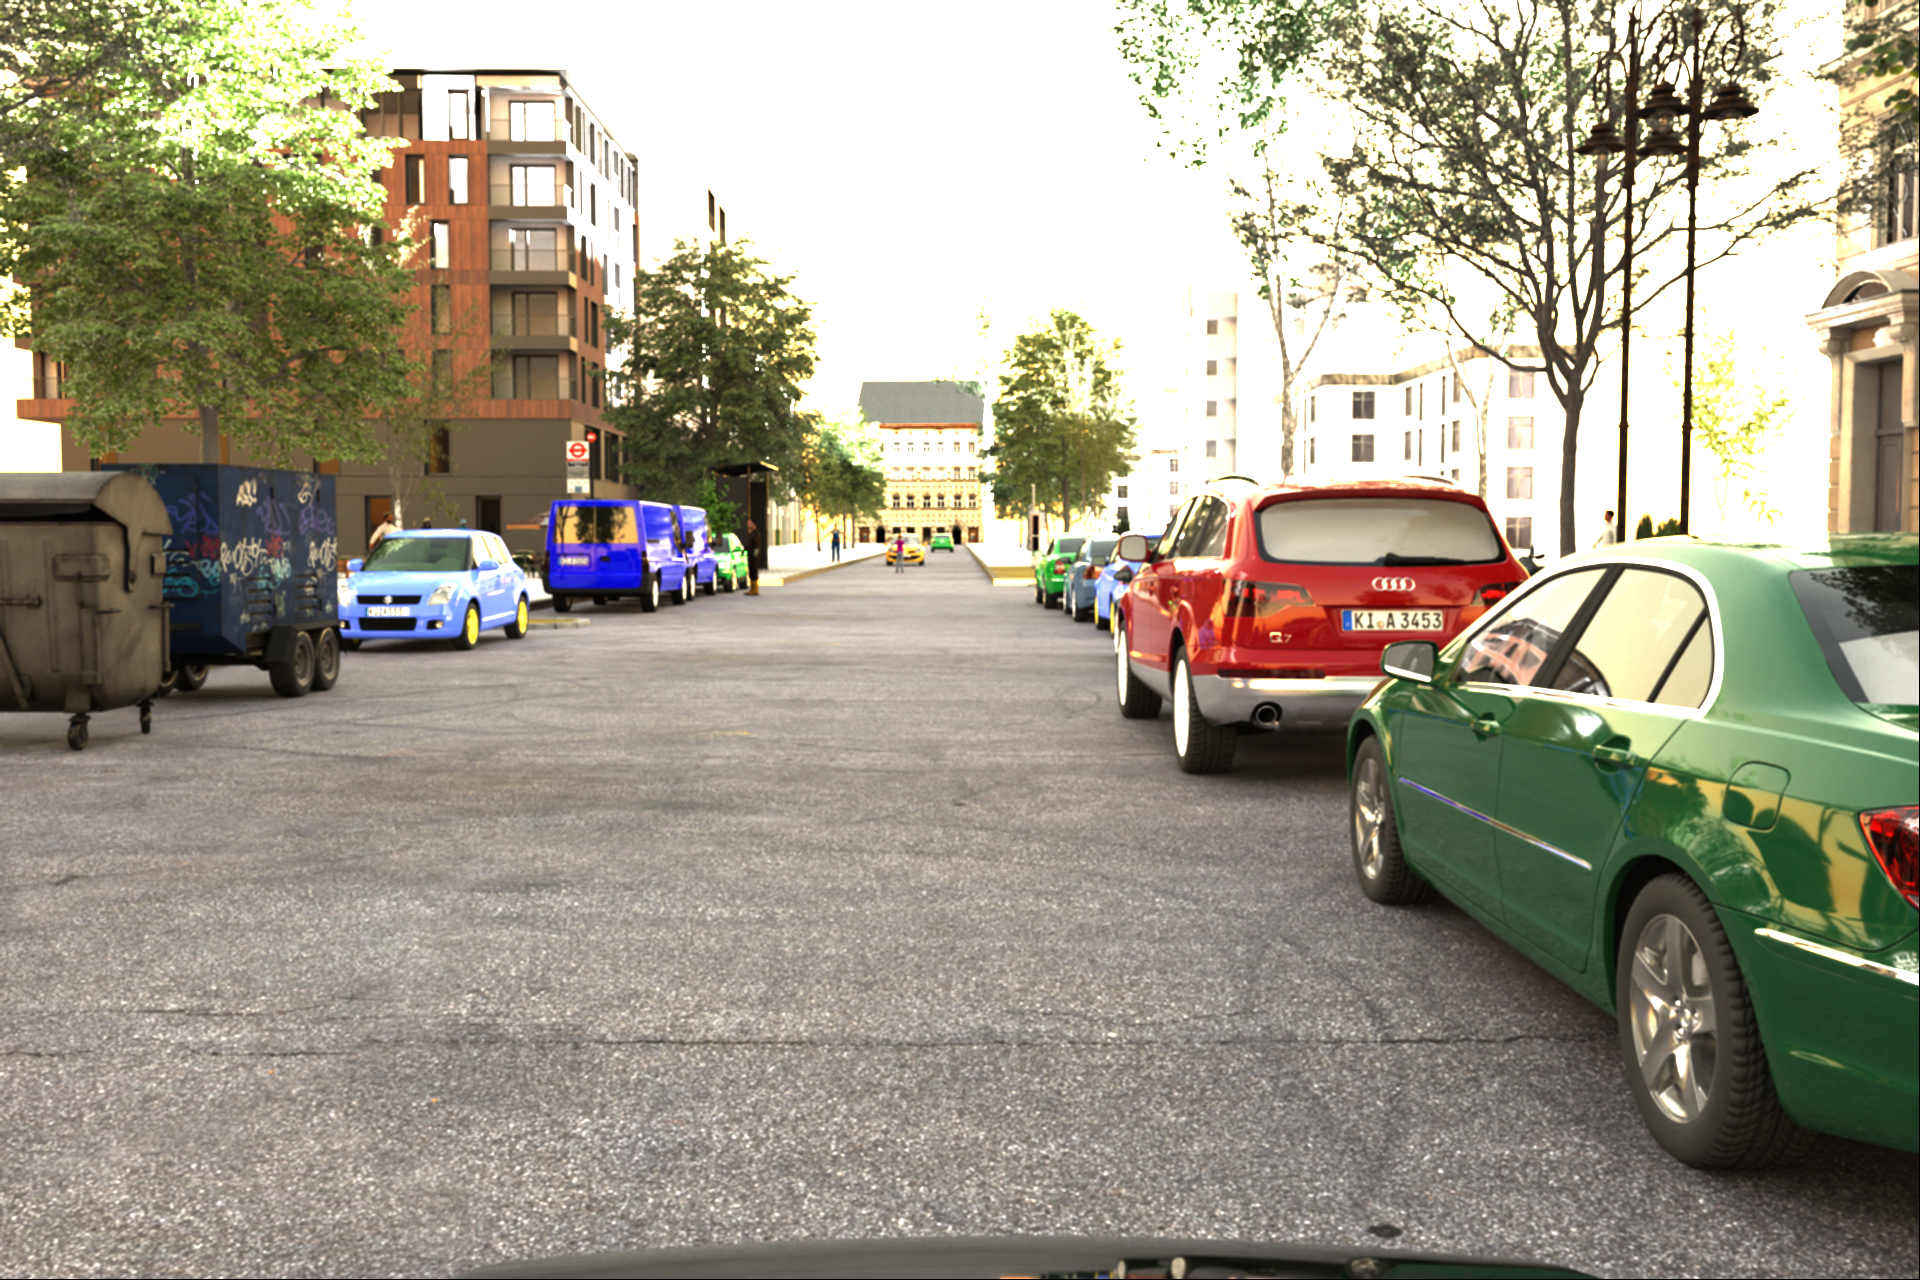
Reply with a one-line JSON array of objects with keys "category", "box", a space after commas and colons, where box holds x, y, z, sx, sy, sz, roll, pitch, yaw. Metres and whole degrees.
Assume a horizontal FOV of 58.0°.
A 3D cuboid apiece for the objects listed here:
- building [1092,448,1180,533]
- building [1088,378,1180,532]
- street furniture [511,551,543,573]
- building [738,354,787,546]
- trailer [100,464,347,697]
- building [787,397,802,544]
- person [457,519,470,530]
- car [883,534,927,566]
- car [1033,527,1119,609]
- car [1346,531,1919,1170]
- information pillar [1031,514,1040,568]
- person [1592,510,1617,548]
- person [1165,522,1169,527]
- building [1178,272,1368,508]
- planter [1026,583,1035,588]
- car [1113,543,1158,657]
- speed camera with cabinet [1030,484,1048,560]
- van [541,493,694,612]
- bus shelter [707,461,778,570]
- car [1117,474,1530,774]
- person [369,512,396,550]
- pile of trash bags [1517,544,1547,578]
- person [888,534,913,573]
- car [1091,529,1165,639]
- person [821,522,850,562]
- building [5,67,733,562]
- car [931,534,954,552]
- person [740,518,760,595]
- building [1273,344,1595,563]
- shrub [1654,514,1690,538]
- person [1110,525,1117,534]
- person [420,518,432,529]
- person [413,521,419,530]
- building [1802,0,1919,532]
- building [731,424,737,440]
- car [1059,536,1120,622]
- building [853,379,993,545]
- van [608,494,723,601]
[{"category": "building", "box": [19.607, -14.783, 183.847, 9.099, 9.664, 28.070, 0, 4, 0]}, {"category": "building", "box": [21.323, -22.162, 218.760, 16.016, 20.090, 11.380, 0, 4, -1]}, {"category": "street furniture", "box": [-13.561, -2.703, 59.827, 5.734, 0.657, 10.072, 0, 4, -6]}, {"category": "building", "box": [-28.070, -19.336, 182.604, 16.747, 18.905, 31.486, 0, 4, -1]}, {"category": "trailer", "box": [-6.481, -0.474, 14.794, 1.471, 1.999, 3.904, 0, 4, 0]}, {"category": "building", "box": [-29.634, -21.554, 218.870, 16.747, 18.905, 31.486, 0, 4, -1]}, {"category": "person", "box": [-18.130, -3.496, 63.293, 1.347, 1.817, 0.704, 0, 4, 5]}, {"category": "car", "box": [-2.502, -4.247, 79.659, 2.015, 1.641, 3.980, 0, 4, 0]}, {"category": "car", "box": [2.469, -1.573, 34.523, 1.959, 1.807, 4.718, 0, 4, -1]}, {"category": "car", "box": [2.513, 0.395, 5.343, 2.131, 1.459, 4.920, 0, 4, -1]}, {"category": "information pillar", "box": [2.813, -3.680, 64.652, 0.304, 2.012, 0.304, 0, 4, -1]}, {"category": "person", "box": [14.041, -1.922, 37.573, 0.704, 1.810, 1.344, 0, 4, -1]}, {"category": "person", "box": [9.567, -4.509, 79.872, 0.704, 1.843, 1.345, 1, 4, 20]}, {"category": "building", "box": [21.858, -16.854, 131.979, 16.016, 20.090, 11.380, 0, 4, -1]}, {"category": "planter", "box": [2.811, -1.588, 47.104, 1.991, 0.319, 1.994, 0, 3, 0]}, {"category": "car", "box": [2.670, -0.381, 18.240, 2.014, 1.417, 4.499, 0, 4, -1]}, {"category": "speed camera with cabinet", "box": [3.126, -4.529, 68.390, 0.660, 3.252, 2.038, 0, 4, -1]}, {"category": "van", "box": [-6.501, -1.774, 33.391, 2.240, 2.365, 5.245, 0, 4, 0]}, {"category": "bus shelter", "box": [-7.349, -4.143, 59.023, 1.731, 3.624, 6.357, 0, 4, -1]}, {"category": "car", "box": [2.297, -0.198, 11.918, 2.281, 1.827, 5.304, 0, 4, -1]}, {"category": "person", "box": [-14.030, -2.233, 42.593, 0.704, 1.819, 1.344, 2, 4, 30]}, {"category": "pile of trash bags", "box": [6.296, -0.740, 21.848, 1.912, 1.369, 3.447, 0, 3, 0]}, {"category": "person", "box": [-2.190, -3.182, 63.752, 0.991, 1.433, 0.599, 1, 4, 18]}, {"category": "car", "box": [2.881, -0.935, 24.875, 1.945, 1.707, 3.694, 0, 4, -1]}, {"category": "person", "box": [-5.680, -4.479, 79.095, 1.347, 1.847, 0.705, 0, 4, 3]}, {"category": "building", "box": [-27.966, -15.205, 92.571, 27.936, 21.610, 32.646, 0, 4, -1]}, {"category": "car", "box": [-1.420, -7.900, 137.962, 1.959, 1.807, 4.718, 0, 4, -1]}, {"category": "person", "box": [-4.881, -1.957, 40.593, 0.704, 1.812, 1.346, -1, 4, -21]}, {"category": "building", "box": [23.437, -9.082, 90.637, 9.099, 9.664, 28.070, 0, 3, 0]}, {"category": "shrub", "box": [28.054, -3.934, 68.368, 1.661, 2.075, 1.752, 0, 3, 0]}, {"category": "person", "box": [7.326, -4.649, 82.736, 1.216, 1.740, 0.721, -2, 4, -27]}, {"category": "person", "box": [-18.602, -3.350, 60.553, 0.705, 1.856, 1.354, 2, 4, 34]}, {"category": "person", "box": [-22.398, -3.981, 71.218, 0.705, 1.813, 1.348, 0, 4, 7]}, {"category": "building", "box": [24.313, -14.675, 25.836, 13.634, 28.700, 20.117, 0, 4, 0]}, {"category": "building", "box": [-26.943, -15.991, 127.903, 16.747, 18.905, 31.486, 0, 4, 0]}, {"category": "car", "box": [2.724, -1.074, 29.558, 2.014, 1.417, 4.499, 0, 4, 0]}, {"category": "building", "box": [-4.902, -25.209, 245.554, 18.063, 23.208, 19.493, 0, 4, 5]}, {"category": "van", "box": [-6.644, -2.102, 38.757, 2.240, 2.365, 5.245, 0, 4, 0]}]
